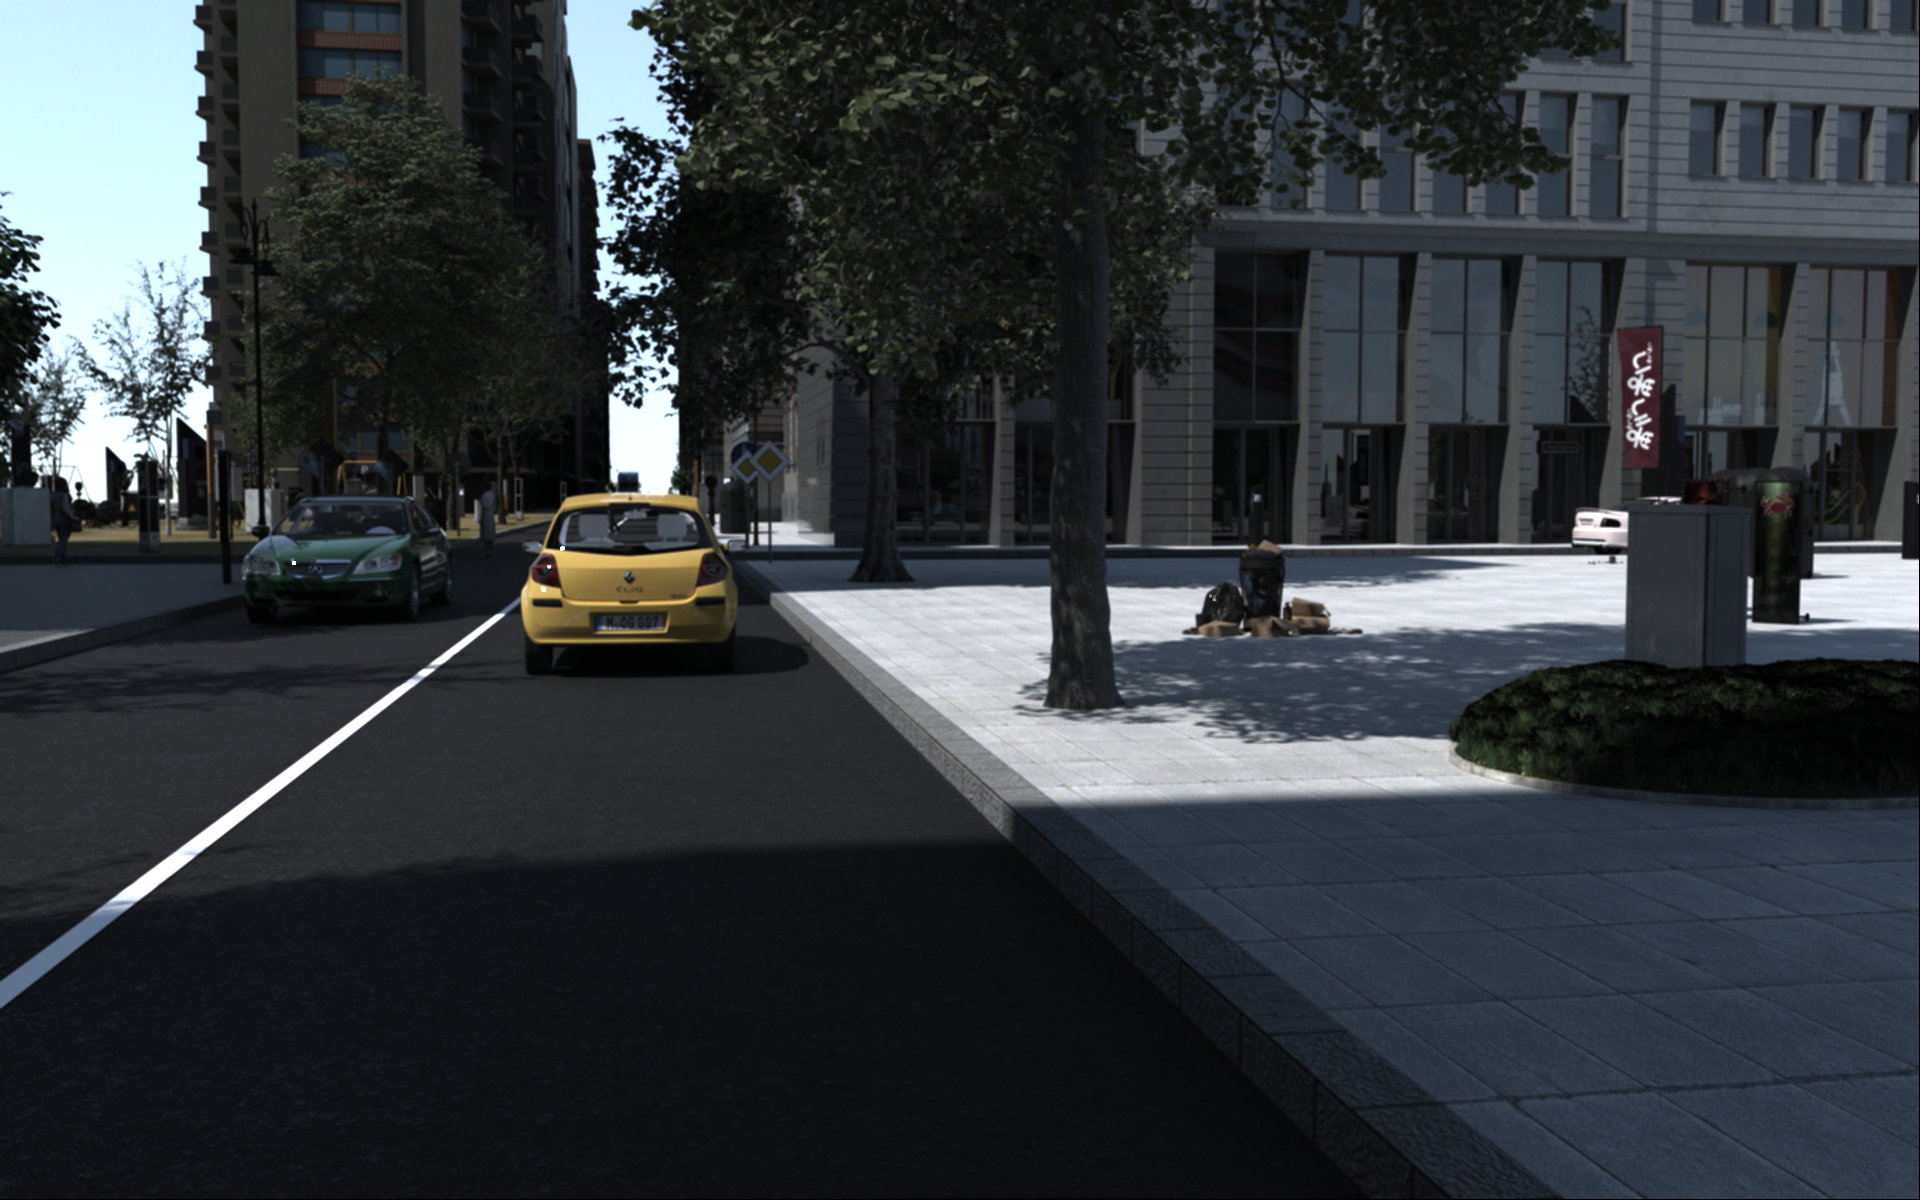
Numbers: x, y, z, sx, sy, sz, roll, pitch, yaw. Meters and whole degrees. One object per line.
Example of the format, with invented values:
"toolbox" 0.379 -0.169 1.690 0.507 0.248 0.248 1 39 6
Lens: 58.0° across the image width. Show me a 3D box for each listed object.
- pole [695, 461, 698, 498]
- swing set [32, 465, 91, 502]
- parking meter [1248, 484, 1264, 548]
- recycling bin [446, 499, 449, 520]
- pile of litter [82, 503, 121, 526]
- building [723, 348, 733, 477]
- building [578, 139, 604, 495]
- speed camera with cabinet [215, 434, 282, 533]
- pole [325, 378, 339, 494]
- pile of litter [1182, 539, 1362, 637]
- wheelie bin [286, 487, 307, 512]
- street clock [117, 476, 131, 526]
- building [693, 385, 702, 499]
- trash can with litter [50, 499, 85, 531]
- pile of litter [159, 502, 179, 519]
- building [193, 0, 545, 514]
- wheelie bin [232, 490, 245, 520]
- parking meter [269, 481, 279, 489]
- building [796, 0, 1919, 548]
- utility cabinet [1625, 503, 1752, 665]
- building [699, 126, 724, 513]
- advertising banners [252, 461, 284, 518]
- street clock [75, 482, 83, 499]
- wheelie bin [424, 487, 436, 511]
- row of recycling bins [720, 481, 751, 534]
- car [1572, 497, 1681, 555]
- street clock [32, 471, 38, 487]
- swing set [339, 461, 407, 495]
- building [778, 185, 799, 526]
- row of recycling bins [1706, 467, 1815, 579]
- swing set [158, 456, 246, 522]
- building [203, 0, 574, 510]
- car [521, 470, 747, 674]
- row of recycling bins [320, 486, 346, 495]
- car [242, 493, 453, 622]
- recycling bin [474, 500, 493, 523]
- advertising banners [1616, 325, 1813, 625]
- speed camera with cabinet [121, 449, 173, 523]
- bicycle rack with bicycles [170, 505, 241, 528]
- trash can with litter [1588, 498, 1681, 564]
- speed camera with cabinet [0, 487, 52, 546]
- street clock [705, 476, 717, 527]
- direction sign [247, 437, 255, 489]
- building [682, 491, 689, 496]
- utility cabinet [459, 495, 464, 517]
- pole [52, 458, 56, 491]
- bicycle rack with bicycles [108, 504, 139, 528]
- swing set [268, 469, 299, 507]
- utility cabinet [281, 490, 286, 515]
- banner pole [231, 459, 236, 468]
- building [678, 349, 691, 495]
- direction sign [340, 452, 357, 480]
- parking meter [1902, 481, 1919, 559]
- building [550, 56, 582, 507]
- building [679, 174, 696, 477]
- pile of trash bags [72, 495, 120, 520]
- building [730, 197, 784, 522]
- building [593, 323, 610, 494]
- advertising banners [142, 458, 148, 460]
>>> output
"pole" -15.853 -6.752 104.239 0.158 3.312 0.155 0 3 0
"swing set" -49.536 -5.930 94.574 2.862 2.851 3.119 1 4 22
"parking meter" 7.071 -2.014 41.348 0.372 1.533 0.369 0 3 0
"recycling bin" -25.829 -4.482 85.837 0.722 1.027 0.722 3 4 37
"pile of litter" -34.749 -3.404 69.612 1.176 0.858 1.719 0 4 -3
"building" -8.962 -15.369 106.042 10.420 20.320 16.860 -1 4 -10
"building" -54.732 -33.798 207.214 22.147 44.769 28.867 -1 4 -10
"speed camera with cabinet" -23.330 -3.818 56.755 2.038 3.252 0.660 1 4 10
"pole" -11.111 -2.252 30.670 0.158 3.312 0.155 0 3 0
"pile of litter" 2.908 -0.123 15.976 1.719 0.858 1.176 0 4 5
"wheelie bin" -31.034 -4.471 81.001 0.980 1.594 0.693 0 4 -7
"street clock" -33.740 -4.000 69.974 0.471 2.002 0.358 -3 5 -39
"building" -12.918 -20.266 176.388 27.650 21.520 28.899 -1 4 -10
"trash can with litter" -31.847 -3.078 61.387 1.678 1.210 2.233 1 4 20
"pile of litter" -40.379 -4.538 88.161 1.176 0.858 1.719 -3 5 -40
"building" -41.381 -28.705 123.958 22.147 44.769 28.867 -1 4 -10
"wheelie bin" -36.250 -4.840 87.040 0.693 1.594 0.980 1 4 17
"parking meter" -31.510 -4.519 79.590 0.255 1.863 0.399 3 5 43
"building" 10.603 -16.545 48.005 29.804 29.767 11.434 -1 4 -10
"utility cabinet" 4.661 0.002 11.132 0.306 1.237 1.020 0 4 -6
"building" -11.685 -21.600 124.864 14.160 30.474 14.107 -1 4 -10
"advertising banners" -37.058 -5.895 92.572 0.090 3.025 2.074 2 4 32
"street clock" -52.267 -6.006 102.770 0.358 2.002 0.471 0 4 0
"wheelie bin" -24.835 -4.460 80.823 0.693 1.594 0.980 -1 4 -9
"row of recycling bins" -7.423 -3.064 57.214 1.069 1.692 3.534 0 4 -6
"car" 16.182 -1.619 38.829 4.827 1.381 2.083 -1 4 -10
"street clock" -28.467 -2.962 52.999 0.358 2.002 0.471 3 5 45
"swing set" -28.216 -5.208 82.764 3.119 2.851 2.862 0 4 -5
"building" 0.050 -17.090 66.814 14.401 28.519 23.554 -1 4 -10
"row of recycling bins" 12.636 -1.256 27.651 1.069 1.692 3.534 0 4 8
"swing set" -31.395 -4.474 70.769 3.119 2.851 2.862 1 4 19
"building" -48.346 -34.387 151.462 28.713 52.752 27.495 -1 4 -10
"car" -2.876 -0.312 15.319 2.015 1.641 3.980 -1 4 -9
"row of recycling bins" -33.106 -5.116 90.759 3.534 1.692 1.069 1 4 16
"car" -7.320 -0.565 21.035 2.131 1.459 4.920 -1 4 -9
"recycling bin" -21.308 -3.970 77.465 0.722 1.027 0.722 -1 4 -21
"advertising banners" 7.605 -1.310 17.605 0.090 3.025 2.074 -3 5 -40
"speed camera with cabinet" -35.867 -5.018 76.385 2.038 3.252 0.660 0 4 -7
"bicycle rack with bicycles" -28.229 -3.162 65.085 2.852 0.926 2.925 2 4 25
"trash can with litter" 12.689 -1.274 31.896 2.233 1.210 1.678 0 4 7
"speed camera with cabinet" -23.562 -2.953 42.625 0.660 3.252 2.038 2 4 34
"street clock" -9.808 -3.898 68.304 0.471 2.002 0.358 2 4 33
"direction sign" -28.106 -4.692 68.709 0.379 3.537 0.876 -3 4 -39
"building" -29.586 -49.452 246.789 20.563 71.187 20.611 -1 4 -10
"utility cabinet" -27.831 -5.174 95.755 0.306 1.237 1.020 1 4 20
"pole" -51.283 -6.379 98.141 0.158 3.312 0.155 0 3 0
"bicycle rack with bicycles" -32.148 -3.166 65.148 2.852 0.926 2.925 3 4 37
"swing set" -41.425 -6.761 108.167 3.119 2.851 2.862 0 4 6
"utility cabinet" -41.259 -5.871 104.677 1.173 1.500 0.318 2 4 31
"banner pole" -45.325 -7.187 107.532 0.863 3.779 0.401 -1 4 -16
"building" -35.912 -30.142 264.521 14.160 30.474 14.107 -1 4 -10
"direction sign" -32.895 -6.192 93.229 0.876 3.537 0.379 -1 4 -12
"parking meter" 18.775 -1.571 34.095 0.372 1.533 0.369 0 3 0
"building" -45.462 -32.003 173.360 14.600 45.320 14.200 -1 4 -10
"building" -24.951 -34.784 223.337 22.147 44.769 28.867 -1 4 -10
"pile of trash bags" -43.522 -4.666 86.034 3.447 1.369 1.912 0 4 7
"building" -6.538 -14.579 87.525 9.793 20.994 18.267 -1 4 -10
"building" -59.608 -29.754 258.175 14.160 30.474 14.107 -1 4 -10
"advertising banners" -37.065 -5.001 77.961 0.090 3.025 2.074 0 4 6
